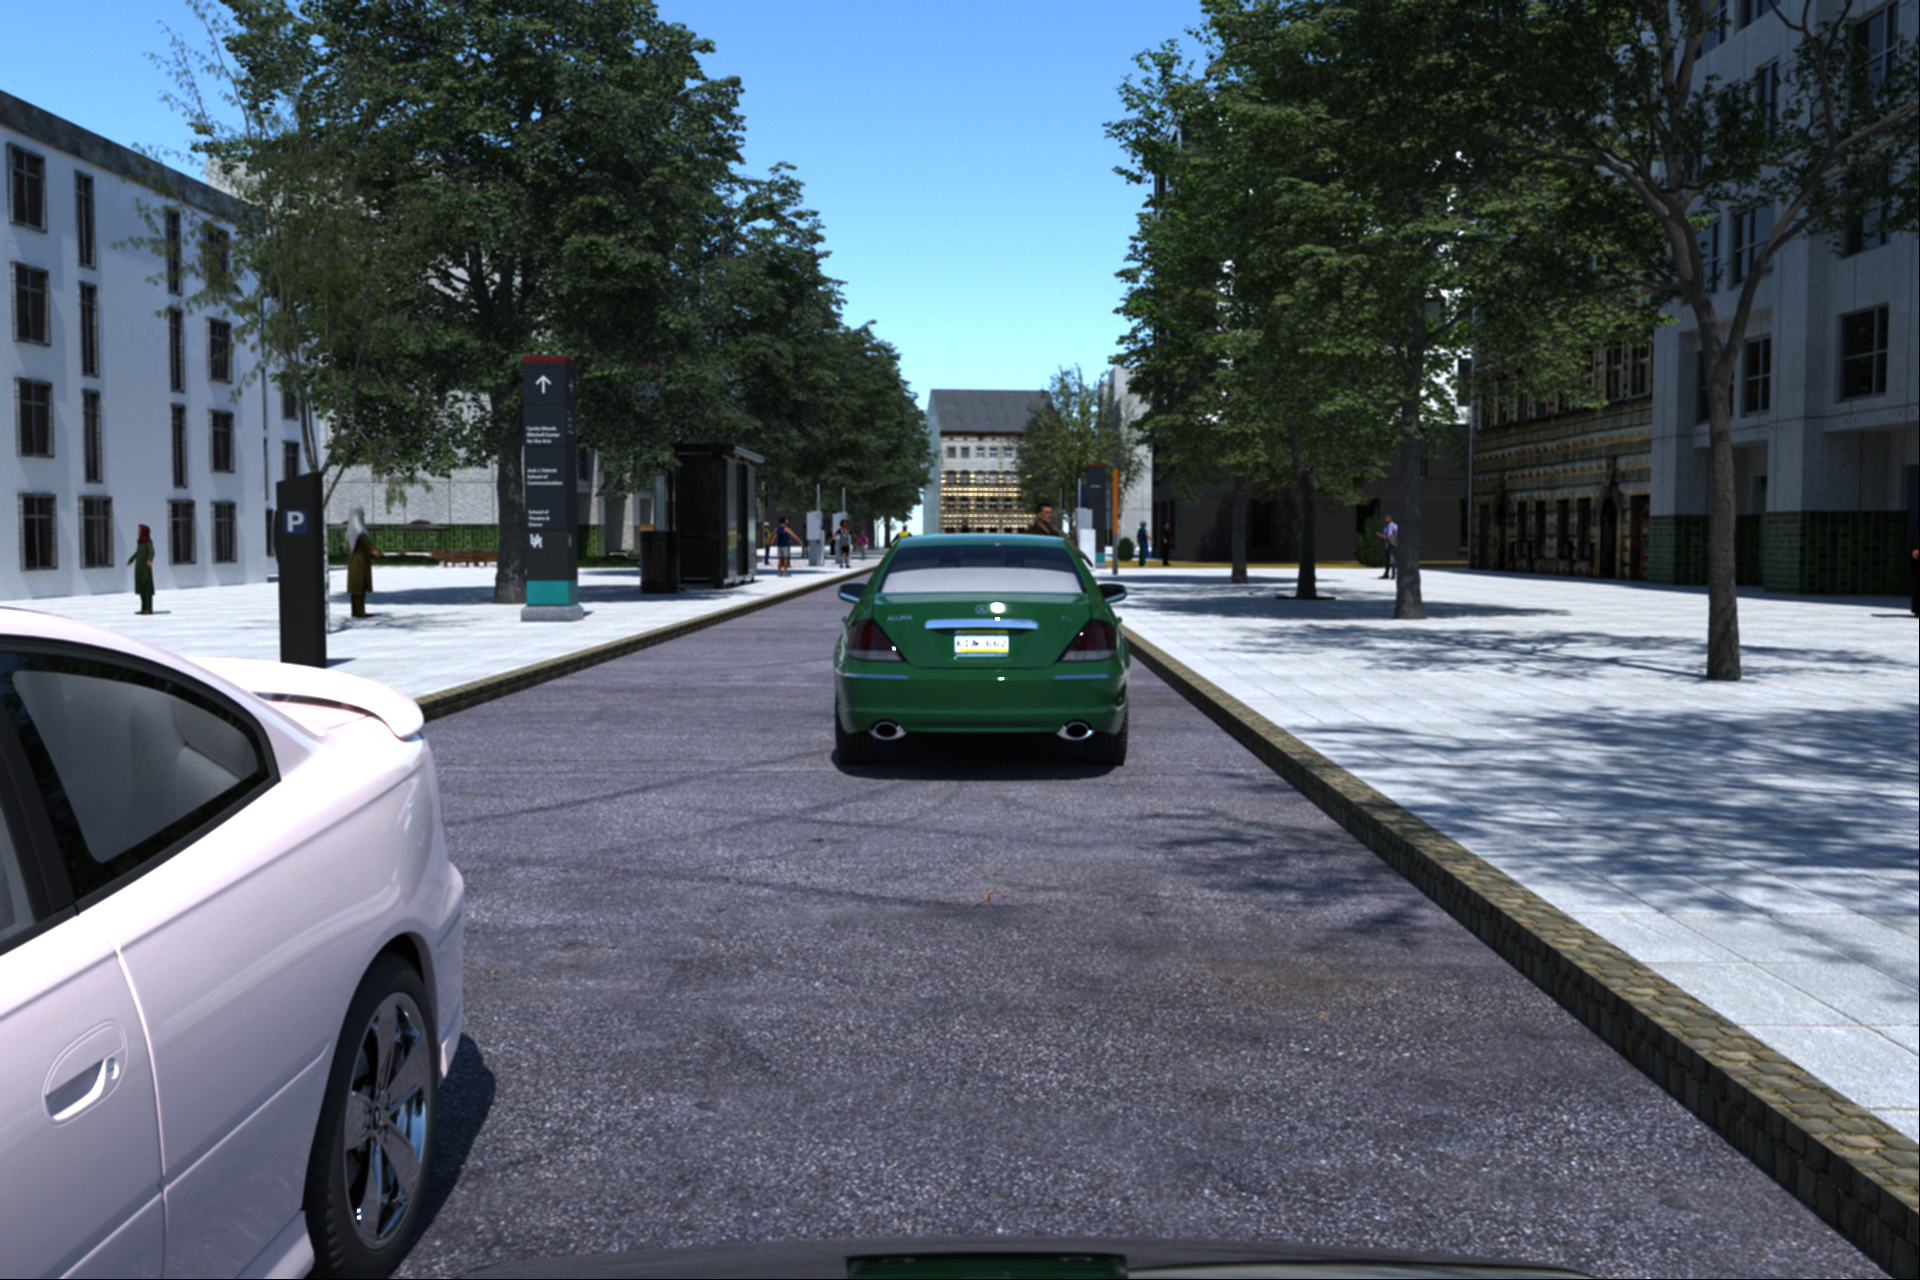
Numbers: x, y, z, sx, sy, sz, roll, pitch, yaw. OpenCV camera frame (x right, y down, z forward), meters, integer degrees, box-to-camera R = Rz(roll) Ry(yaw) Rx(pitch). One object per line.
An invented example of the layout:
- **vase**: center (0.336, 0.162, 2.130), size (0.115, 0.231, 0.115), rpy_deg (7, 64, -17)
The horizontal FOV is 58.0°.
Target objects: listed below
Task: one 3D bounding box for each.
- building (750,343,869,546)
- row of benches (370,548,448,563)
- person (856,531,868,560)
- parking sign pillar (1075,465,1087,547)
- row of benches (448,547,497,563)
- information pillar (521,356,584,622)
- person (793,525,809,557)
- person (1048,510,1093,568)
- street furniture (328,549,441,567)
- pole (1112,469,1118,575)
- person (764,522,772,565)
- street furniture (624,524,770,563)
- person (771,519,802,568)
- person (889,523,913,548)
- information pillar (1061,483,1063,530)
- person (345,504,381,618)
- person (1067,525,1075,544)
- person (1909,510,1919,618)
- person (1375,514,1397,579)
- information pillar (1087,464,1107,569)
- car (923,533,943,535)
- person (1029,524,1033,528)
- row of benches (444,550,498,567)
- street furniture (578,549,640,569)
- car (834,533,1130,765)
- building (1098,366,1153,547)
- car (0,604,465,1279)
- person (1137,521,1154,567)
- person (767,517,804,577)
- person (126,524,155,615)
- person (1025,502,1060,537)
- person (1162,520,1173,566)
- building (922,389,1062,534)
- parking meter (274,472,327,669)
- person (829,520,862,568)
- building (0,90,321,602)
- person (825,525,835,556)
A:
- **building**: center (-24.889, -21.580, 196.804), size (27.936, 21.610, 32.646), rpy_deg (0, 4, 1)
- **row of benches**: center (-24.708, -3.713, 76.176), size (4.104, 0.672, 1.422), rpy_deg (-1, 4, -8)
- **person**: center (-4.833, -4.667, 85.565), size (0.599, 1.433, 0.991), rpy_deg (-3, 5, -40)
- **parking sign pillar**: center (4.805, -4.910, 68.757), size (1.447, 3.967, 1.447), rpy_deg (0, 4, 2)
- **row of benches**: center (-22.267, -3.900, 79.233), size (1.422, 0.672, 4.104), rpy_deg (1, 4, 11)
- **information pillar**: center (-6.043, -2.215, 25.589), size (0.750, 3.857, 0.750), rpy_deg (0, 4, 1)
- **person**: center (-8.557, -5.459, 95.440), size (1.347, 1.806, 0.705), rpy_deg (-3, 4, -36)
- **person**: center (1.530, -1.167, 27.668), size (1.348, 1.813, 0.705), rpy_deg (3, 5, 42)
- **street furniture**: center (-26.112, -3.322, 69.934), size (10.072, 0.657, 5.734), rpy_deg (-1, 4, -10)
- **pole**: center (4.850, -3.684, 54.081), size (0.158, 3.312, 0.155), rpy_deg (0, 3, 0)
- **person**: center (-7.926, -4.003, 71.913), size (0.721, 1.772, 1.216), rpy_deg (0, 4, -5)
- **street furniture**: center (-13.573, -4.499, 80.415), size (9.812, 1.723, 11.010), rpy_deg (0, 4, 0)
- **person**: center (-6.575, -3.643, 65.414), size (1.347, 1.847, 0.705), rpy_deg (-2, 4, -34)
- **person**: center (-2.081, -3.500, 65.656), size (1.349, 1.833, 0.705), rpy_deg (1, 4, 18)
- **information pillar**: center (4.644, -5.360, 78.991), size (0.183, 3.616, 0.504), rpy_deg (0, 4, -1)
- **person**: center (-9.211, -1.223, 26.769), size (0.721, 1.736, 1.217), rpy_deg (-3, 4, -36)
- **person**: center (6.629, -5.806, 101.199), size (1.348, 1.796, 0.705), rpy_deg (-1, 4, -12)
- **person**: center (14.787, -1.196, 26.344), size (1.214, 1.737, 0.721), rpy_deg (-3, 4, -36)
- **person**: center (12.047, -2.635, 48.988), size (0.599, 1.838, 0.709), rpy_deg (-2, 4, -28)
- **information pillar**: center (5.069, -4.590, 64.426), size (0.750, 3.857, 0.750), rpy_deg (0, 4, 0)
- **car**: center (-0.914, -3.830, 71.414), size (1.959, 1.807, 4.718), rpy_deg (0, 4, 1)
- **person**: center (3.820, -5.312, 93.072), size (0.704, 1.802, 1.346), rpy_deg (2, 4, 27)
- **row of benches**: center (-18.606, -3.282, 69.118), size (1.422, 0.672, 4.104), rpy_deg (3, 5, 41)
- **street furniture**: center (-11.801, -3.166, 67.393), size (5.734, 0.657, 10.072), rpy_deg (0, 4, -2)
- **car**: center (0.155, -0.025, 12.200), size (2.131, 1.459, 4.920), rpy_deg (0, 4, 1)
- **building**: center (24.691, -19.838, 190.811), size (16.747, 18.905, 31.486), rpy_deg (0, 4, 0)
- **car**: center (-2.033, 0.634, 2.003), size (2.083, 1.381, 4.827), rpy_deg (0, 4, 1)
- **person**: center (7.264, -3.811, 68.440), size (0.704, 1.817, 1.347), rpy_deg (-1, 4, -19)
- **person**: center (-5.304, -2.811, 52.127), size (1.345, 1.807, 0.704), rpy_deg (2, 4, 31)
- **person**: center (-13.068, -1.125, 27.613), size (0.599, 1.438, 0.989), rpy_deg (-3, 5, -44)
- **person**: center (1.032, -0.755, 20.936), size (1.346, 1.812, 0.704), rpy_deg (-3, 5, -41)
- **person**: center (8.379, -3.927, 70.147), size (0.705, 1.837, 1.347), rpy_deg (1, 4, 18)
- **building**: center (4.545, -26.203, 261.810), size (18.063, 23.208, 19.493), rpy_deg (-1, 4, -9)
- **parking meter**: center (-6.249, -0.654, 16.400), size (0.399, 1.863, 0.255), rpy_deg (0, 4, 0)
- **person**: center (-4.337, -3.611, 65.184), size (1.345, 1.843, 0.704), rpy_deg (-2, 4, -28)
- **building**: center (-22.565, -6.302, 45.184), size (9.099, 9.664, 28.070), rpy_deg (0, 4, 0)
- **person**: center (-7.585, -5.902, 102.681), size (0.705, 1.806, 1.347), rpy_deg (-3, 5, -40)
